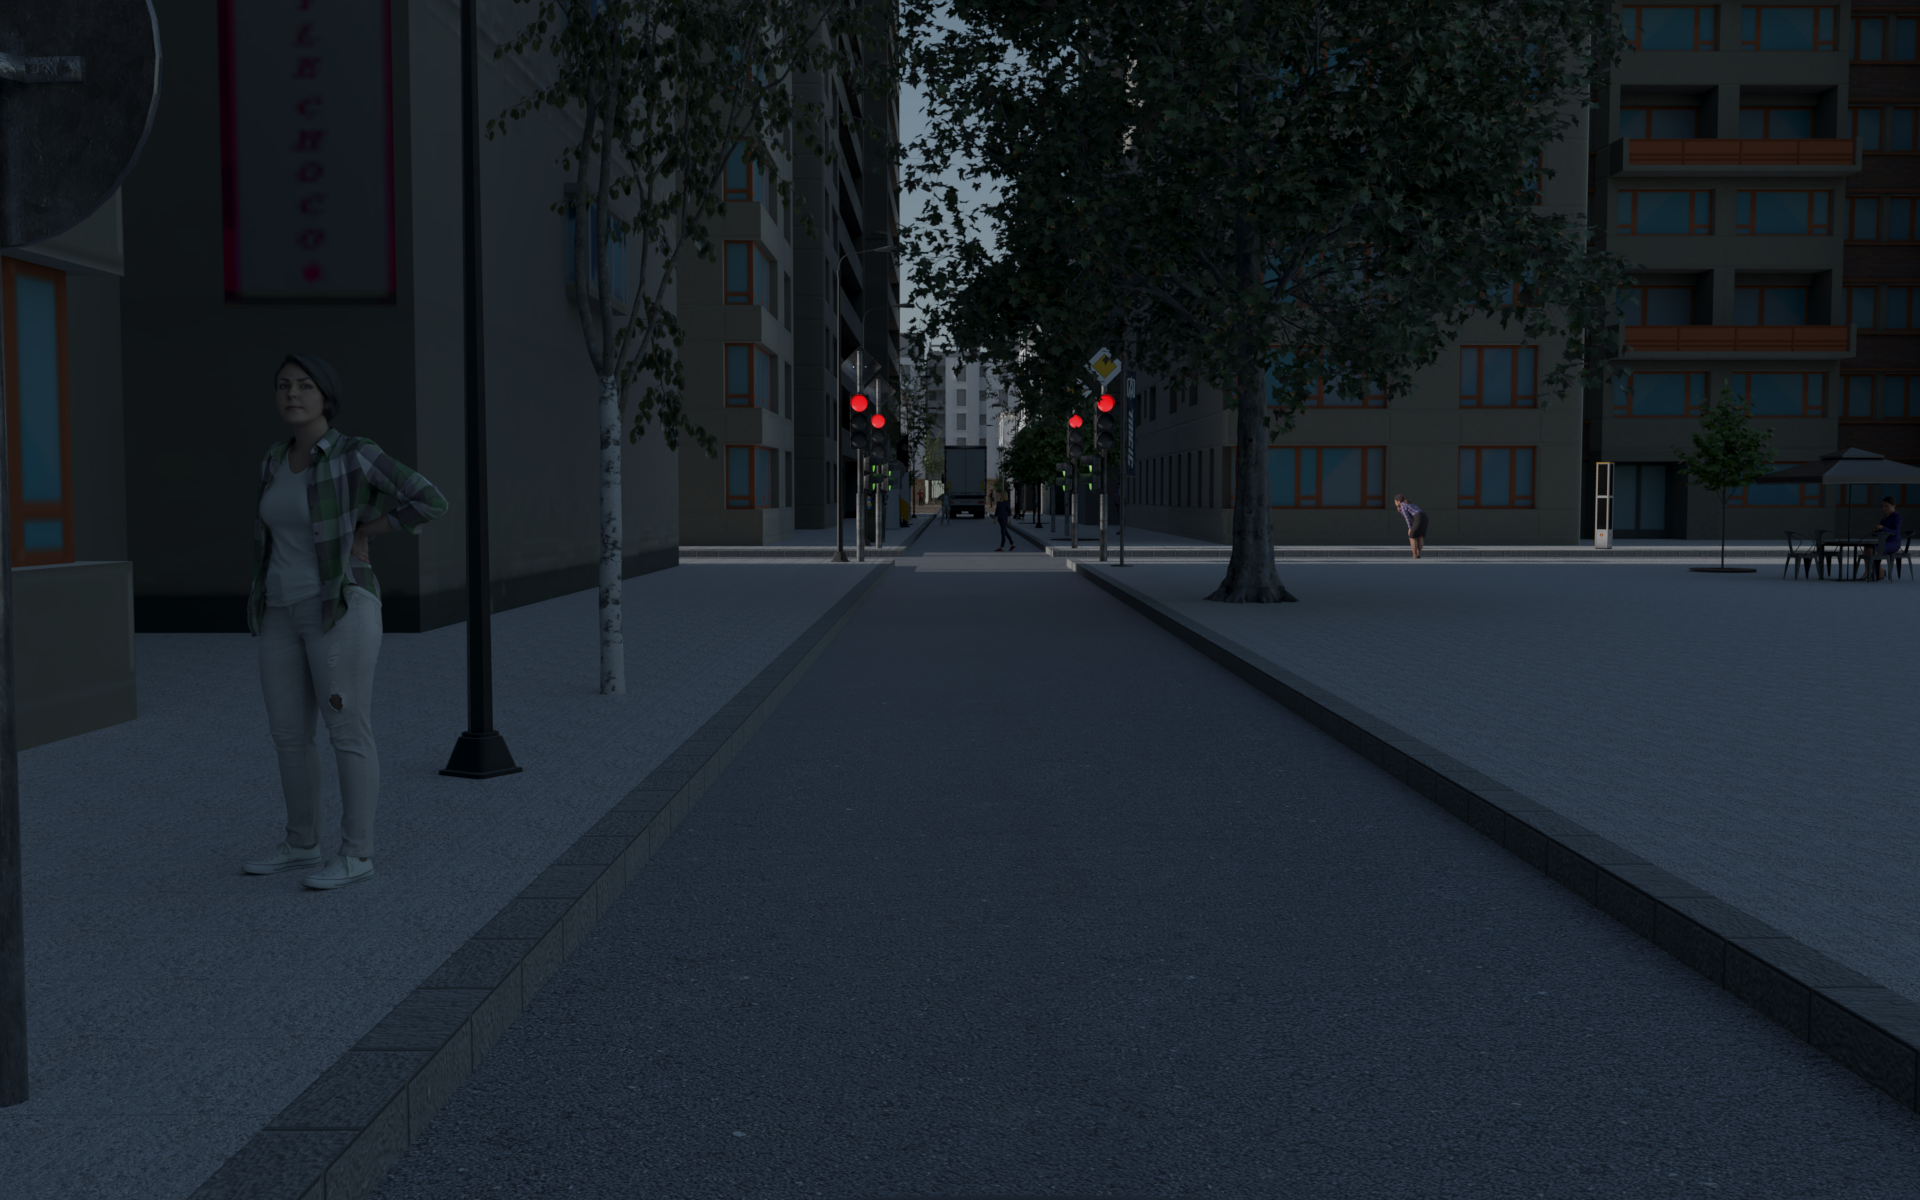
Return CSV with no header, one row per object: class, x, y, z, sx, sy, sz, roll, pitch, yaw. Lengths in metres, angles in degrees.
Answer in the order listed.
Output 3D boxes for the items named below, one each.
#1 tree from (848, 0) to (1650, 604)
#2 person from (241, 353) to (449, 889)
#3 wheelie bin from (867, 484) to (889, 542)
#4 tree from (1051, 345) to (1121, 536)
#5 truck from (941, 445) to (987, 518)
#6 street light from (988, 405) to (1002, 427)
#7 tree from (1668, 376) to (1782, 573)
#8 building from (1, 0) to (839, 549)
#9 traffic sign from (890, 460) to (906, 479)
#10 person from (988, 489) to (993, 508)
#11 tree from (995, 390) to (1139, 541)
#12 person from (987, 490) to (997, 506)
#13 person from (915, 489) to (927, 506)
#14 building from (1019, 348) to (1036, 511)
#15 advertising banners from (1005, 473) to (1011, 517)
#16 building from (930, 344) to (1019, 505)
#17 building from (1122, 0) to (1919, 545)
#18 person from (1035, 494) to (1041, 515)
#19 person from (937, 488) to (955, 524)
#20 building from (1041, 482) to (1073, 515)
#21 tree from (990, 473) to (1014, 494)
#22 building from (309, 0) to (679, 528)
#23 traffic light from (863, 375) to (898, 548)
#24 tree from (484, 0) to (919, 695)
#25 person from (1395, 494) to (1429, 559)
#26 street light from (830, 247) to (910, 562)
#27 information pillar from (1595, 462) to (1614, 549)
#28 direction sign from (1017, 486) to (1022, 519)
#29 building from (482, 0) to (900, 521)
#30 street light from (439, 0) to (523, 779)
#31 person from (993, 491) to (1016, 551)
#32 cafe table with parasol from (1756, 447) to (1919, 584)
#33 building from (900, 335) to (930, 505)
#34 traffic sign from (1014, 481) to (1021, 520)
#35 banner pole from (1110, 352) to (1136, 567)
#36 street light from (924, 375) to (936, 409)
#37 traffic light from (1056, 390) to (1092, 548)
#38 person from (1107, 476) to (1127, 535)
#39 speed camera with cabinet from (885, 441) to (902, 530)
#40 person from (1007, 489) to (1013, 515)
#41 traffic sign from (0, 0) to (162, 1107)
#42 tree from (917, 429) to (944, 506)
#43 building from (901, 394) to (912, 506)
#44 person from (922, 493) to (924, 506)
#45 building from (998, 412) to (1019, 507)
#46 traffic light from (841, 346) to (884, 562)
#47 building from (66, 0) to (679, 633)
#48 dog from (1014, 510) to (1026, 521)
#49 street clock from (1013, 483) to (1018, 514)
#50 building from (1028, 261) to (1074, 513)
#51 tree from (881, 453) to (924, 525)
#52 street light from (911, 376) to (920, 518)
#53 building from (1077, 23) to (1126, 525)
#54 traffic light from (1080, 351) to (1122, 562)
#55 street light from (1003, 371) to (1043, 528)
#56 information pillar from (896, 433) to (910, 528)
tree,3.423,-6.330,20.512,9.611,12.733,9.660,0,3,0
person,-2.111,0.062,5.750,0.841,1.734,0.376,2,4,33
wheelie bin,-2.262,-2.338,46.129,0.693,1.594,0.980,0,4,4
tree,2.935,-6.600,58.277,4.360,8.622,3.978,0,3,0
truck,0.273,-7.105,105.077,2.839,4.237,11.283,0,4,-1
street light,2.348,-7.185,90.023,1.470,5.913,1.316,0,4,0
tree,12.467,-2.074,28.513,1.663,3.219,1.824,0,3,0
building,-18.730,-12.932,56.482,27.650,21.520,28.899,0,4,0
traffic sign,-2.419,-3.962,64.885,0.768,2.556,0.104,0,4,6
person,2.900,-9.664,164.868,0.721,1.723,1.217,1,4,16
tree,3.174,-3.941,48.156,4.285,4.588,4.351,0,3,0
person,3.479,-10.844,184.135,1.217,1.735,0.721,0,4,-2
person,-4.286,-11.119,187.782,1.348,1.831,0.705,-1,4,-23
building,18.790,-18.475,146.033,27.936,21.610,32.646,0,4,0
advertising banners,2.693,-6.185,97.305,0.090,3.025,2.074,0,4,-6
building,1.612,-21.623,209.950,11.380,20.091,16.016,0,4,0
building,21.095,-12.932,56.485,28.899,21.520,27.650,0,4,0
person,4.724,-5.896,106.349,0.435,1.345,0.340,-3,4,-36
person,-0.651,-4.428,81.620,0.841,1.734,0.376,0,4,3
building,16.654,-48.033,98.005,22.319,86.520,31.000,0,4,0
tree,3.515,-8.967,141.216,1.663,3.219,1.824,0,3,0
building,-15.710,-27.968,80.973,21.300,48.544,21.600,0,4,0
traffic light,-1.892,-3.173,40.798,0.839,4.253,0.868,0,4,0
tree,-2.006,-3.706,10.951,4.360,8.622,3.978,0,3,0
person,9.276,-1.462,35.638,0.697,1.427,0.421,2,4,34
street light,-1.723,-3.671,32.569,1.470,5.913,1.316,0,4,0
information pillar,14.977,-2.187,40.247,0.304,2.012,0.304,3,5,41
direction sign,2.969,-5.837,87.438,0.379,3.537,0.876,2,4,31
building,-14.565,-29.301,102.772,21.300,48.544,21.600,0,4,0
street light,-1.660,-2.155,7.776,1.470,5.913,1.316,0,4,0
person,1.126,-1.982,43.455,0.480,1.512,0.613,2,4,33
cafe table with parasol,13.139,-1.267,25.580,2.610,1.966,2.610,-3,4,-36
building,-9.795,-21.591,209.428,11.380,20.091,16.016,0,4,0
traffic sign,2.980,-5.260,86.005,0.884,2.594,0.081,0,4,1
banner pole,2.975,-2.493,30.780,0.401,3.779,0.863,2,4,28
street light,-1.800,-5.821,67.719,1.470,5.913,1.316,0,4,0
traffic light,2.689,-3.175,40.827,0.839,4.253,0.868,0,4,0
person,4.949,-2.978,54.609,0.599,1.838,0.709,0,4,-6
speed camera with cabinet,-2.461,-4.224,63.396,0.660,3.252,2.038,0,3,0
person,2.970,-6.026,106.434,0.662,1.594,0.647,1,4,12
traffic sign,-2.014,-0.213,3.583,0.768,2.556,0.104,0,4,7
tree,-2.886,-14.698,190.668,4.737,8.622,4.395,0,3,0
building,-8.949,-13.291,159.456,9.099,9.664,28.070,0,4,0
person,-3.913,-10.621,182.954,0.557,1.426,1.065,0,4,-2
building,8.745,-14.344,176.672,9.099,9.664,28.070,0,4,0
traffic light,-1.870,-2.685,32.813,0.839,4.253,0.868,0,4,0
building,-15.490,-24.166,18.814,21.600,48.544,21.300,0,4,0
dog,2.911,-4.092,83.738,0.406,0.507,0.540,2,4,33
street clock,3.150,-5.508,94.626,0.471,2.002,0.358,1,4,18
building,12.865,-16.322,123.288,16.016,20.091,11.380,0,4,0
tree,-2.567,-4.696,71.382,1.663,3.219,1.824,0,3,0
street light,-1.790,-4.264,42.256,1.470,5.913,1.316,0,4,0
building,12.135,-24.048,76.777,14.154,41.232,14.086,0,4,0
traffic light,2.711,-2.686,32.841,0.839,4.253,0.868,0,4,0
street light,2.424,-5.647,64.865,1.470,5.913,1.316,0,4,0
information pillar,-2.189,-4.589,66.380,0.504,3.616,0.183,-1,4,-18
